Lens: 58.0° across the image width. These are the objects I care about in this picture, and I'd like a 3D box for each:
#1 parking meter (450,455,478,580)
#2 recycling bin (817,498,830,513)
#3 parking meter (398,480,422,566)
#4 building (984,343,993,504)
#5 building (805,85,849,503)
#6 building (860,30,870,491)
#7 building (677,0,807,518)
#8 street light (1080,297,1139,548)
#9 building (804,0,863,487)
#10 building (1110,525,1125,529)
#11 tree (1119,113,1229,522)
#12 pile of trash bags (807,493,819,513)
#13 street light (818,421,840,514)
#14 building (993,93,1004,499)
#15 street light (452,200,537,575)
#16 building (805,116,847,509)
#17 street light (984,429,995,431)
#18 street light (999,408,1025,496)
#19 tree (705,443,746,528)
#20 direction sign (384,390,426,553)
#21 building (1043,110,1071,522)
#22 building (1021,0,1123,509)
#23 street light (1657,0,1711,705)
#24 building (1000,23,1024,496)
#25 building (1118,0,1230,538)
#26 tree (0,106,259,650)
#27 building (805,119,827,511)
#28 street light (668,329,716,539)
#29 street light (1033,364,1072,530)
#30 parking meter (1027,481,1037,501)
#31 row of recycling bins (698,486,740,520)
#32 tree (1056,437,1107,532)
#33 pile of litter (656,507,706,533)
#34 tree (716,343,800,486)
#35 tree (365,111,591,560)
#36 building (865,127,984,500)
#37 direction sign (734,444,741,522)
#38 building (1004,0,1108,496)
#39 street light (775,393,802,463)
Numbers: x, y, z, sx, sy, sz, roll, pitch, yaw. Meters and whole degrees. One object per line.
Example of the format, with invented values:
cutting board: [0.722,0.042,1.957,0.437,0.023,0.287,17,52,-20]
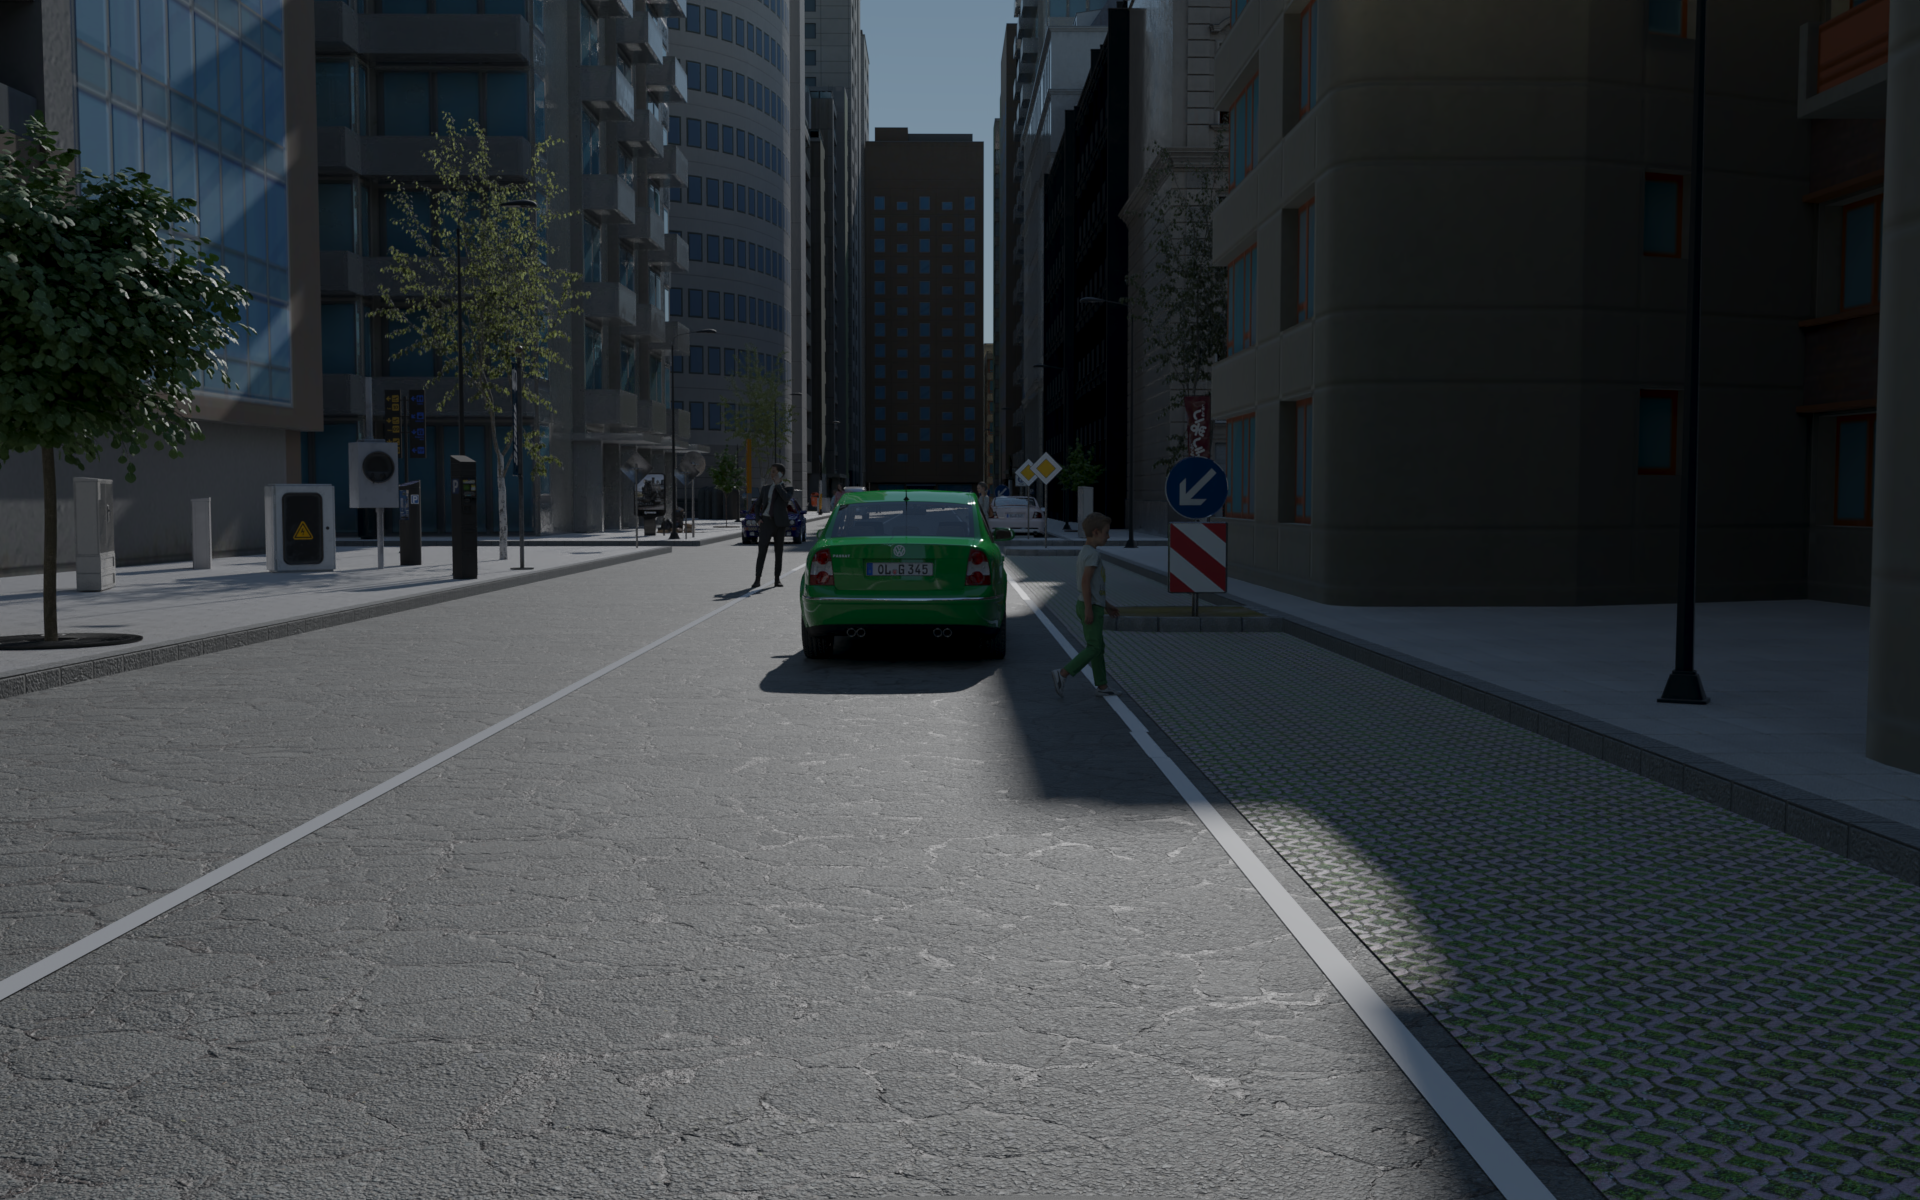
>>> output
parking meter: [-7.473,-1.248,26.113,0.255,1.863,0.399,-3,5,-42]
recycling bin: [-9.263,-6.430,117.682,0.722,1.027,0.722,1,4,17]
parking meter: [-9.908,-1.394,31.207,0.372,1.533,0.369,0,3,0]
building: [17.518,-23.114,222.953,28.899,21.520,27.650,0,4,-1]
building: [-18.263,-29.673,168.741,14.154,41.232,14.086,0,4,-1]
building: [-25.585,-41.398,218.848,28.212,58.520,21.231,0,4,-1]
building: [-20.754,-34.274,102.373,21.231,58.520,28.212,0,4,-1]
street light: [3.534,-4.192,41.077,1.470,5.913,1.316,0,4,-1]
building: [-21.407,-45.838,187.709,20.611,71.187,20.563,0,4,-1]
building: [11.340,-14.700,70.024,12.332,23.373,15.834,0,4,-1]
tree: [5.017,-5.148,34.526,4.360,8.622,3.978,0,3,0]
pile of trash bags: [-11.099,-6.742,119.990,3.447,1.369,1.912,3,4,36]
street light: [-8.390,-8.456,110.794,1.470,5.913,1.316,0,4,-1]
building: [10.993,-30.214,177.586,14.154,41.232,14.086,0,4,-1]
street light: [-7.379,-3.361,27.487,1.470,5.913,1.316,0,4,-1]
building: [-26.273,-27.999,149.668,32.217,40.220,23.993,0,4,-1]
street light: [2.405,-9.239,123.604,1.470,5.913,1.316,0,4,-1]
street light: [2.908,-7.371,93.055,1.470,5.913,1.316,0,4,-1]
tree: [-8.808,-4.381,66.228,1.663,3.219,1.824,0,3,0]
direction sign: [-12.042,-2.793,37.665,0.876,3.537,0.379,0,4,2]
building: [10.786,-15.698,86.340,12.332,23.373,15.834,0,4,-1]
building: [10.120,-20.271,108.916,11.434,29.767,29.804,0,4,-1]
street light: [3.933,-2.323,10.529,1.470,5.913,1.316,0,4,-1]
building: [10.959,-31.383,163.229,14.600,45.320,14.200,0,4,-1]
building: [18.070,-15.780,55.272,25.104,27.353,12.463,0,4,-1]
tree: [-7.784,-1.896,14.717,4.285,4.588,4.351,0,3,0]
building: [-17.657,-21.979,131.056,14.160,30.474,14.107,0,4,-1]
street light: [-7.559,-4.672,48.932,1.470,5.913,1.316,0,4,-1]
street light: [3.305,-5.478,62.113,1.470,5.913,1.316,0,4,-1]
parking meter: [3.141,-4.292,75.883,0.399,1.863,0.255,1,4,16]
row of recycling bins: [-12.209,-4.916,87.487,1.069,1.692,3.534,-2,4,-35]
tree: [3.918,-3.926,58.788,1.663,3.219,1.824,0,3,0]
pile of litter: [-9.254,-2.648,57.264,1.719,0.858,1.176,0,4,-3]
tree: [-9.569,-8.144,83.515,4.737,8.622,4.395,0,3,0]
tree: [-8.997,-5.078,33.395,4.360,8.622,3.978,0,3,0]
building: [-4.321,-34.532,214.707,14.200,45.320,14.600,0,4,-1]
direction sign: [-10.134,-5.321,78.989,0.379,3.537,0.876,0,4,-7]
building: [15.773,-31.883,140.887,23.786,49.044,30.456,0,4,-1]
street light: [-7.945,-6.552,79.672,1.470,5.913,1.316,0,4,-1]
